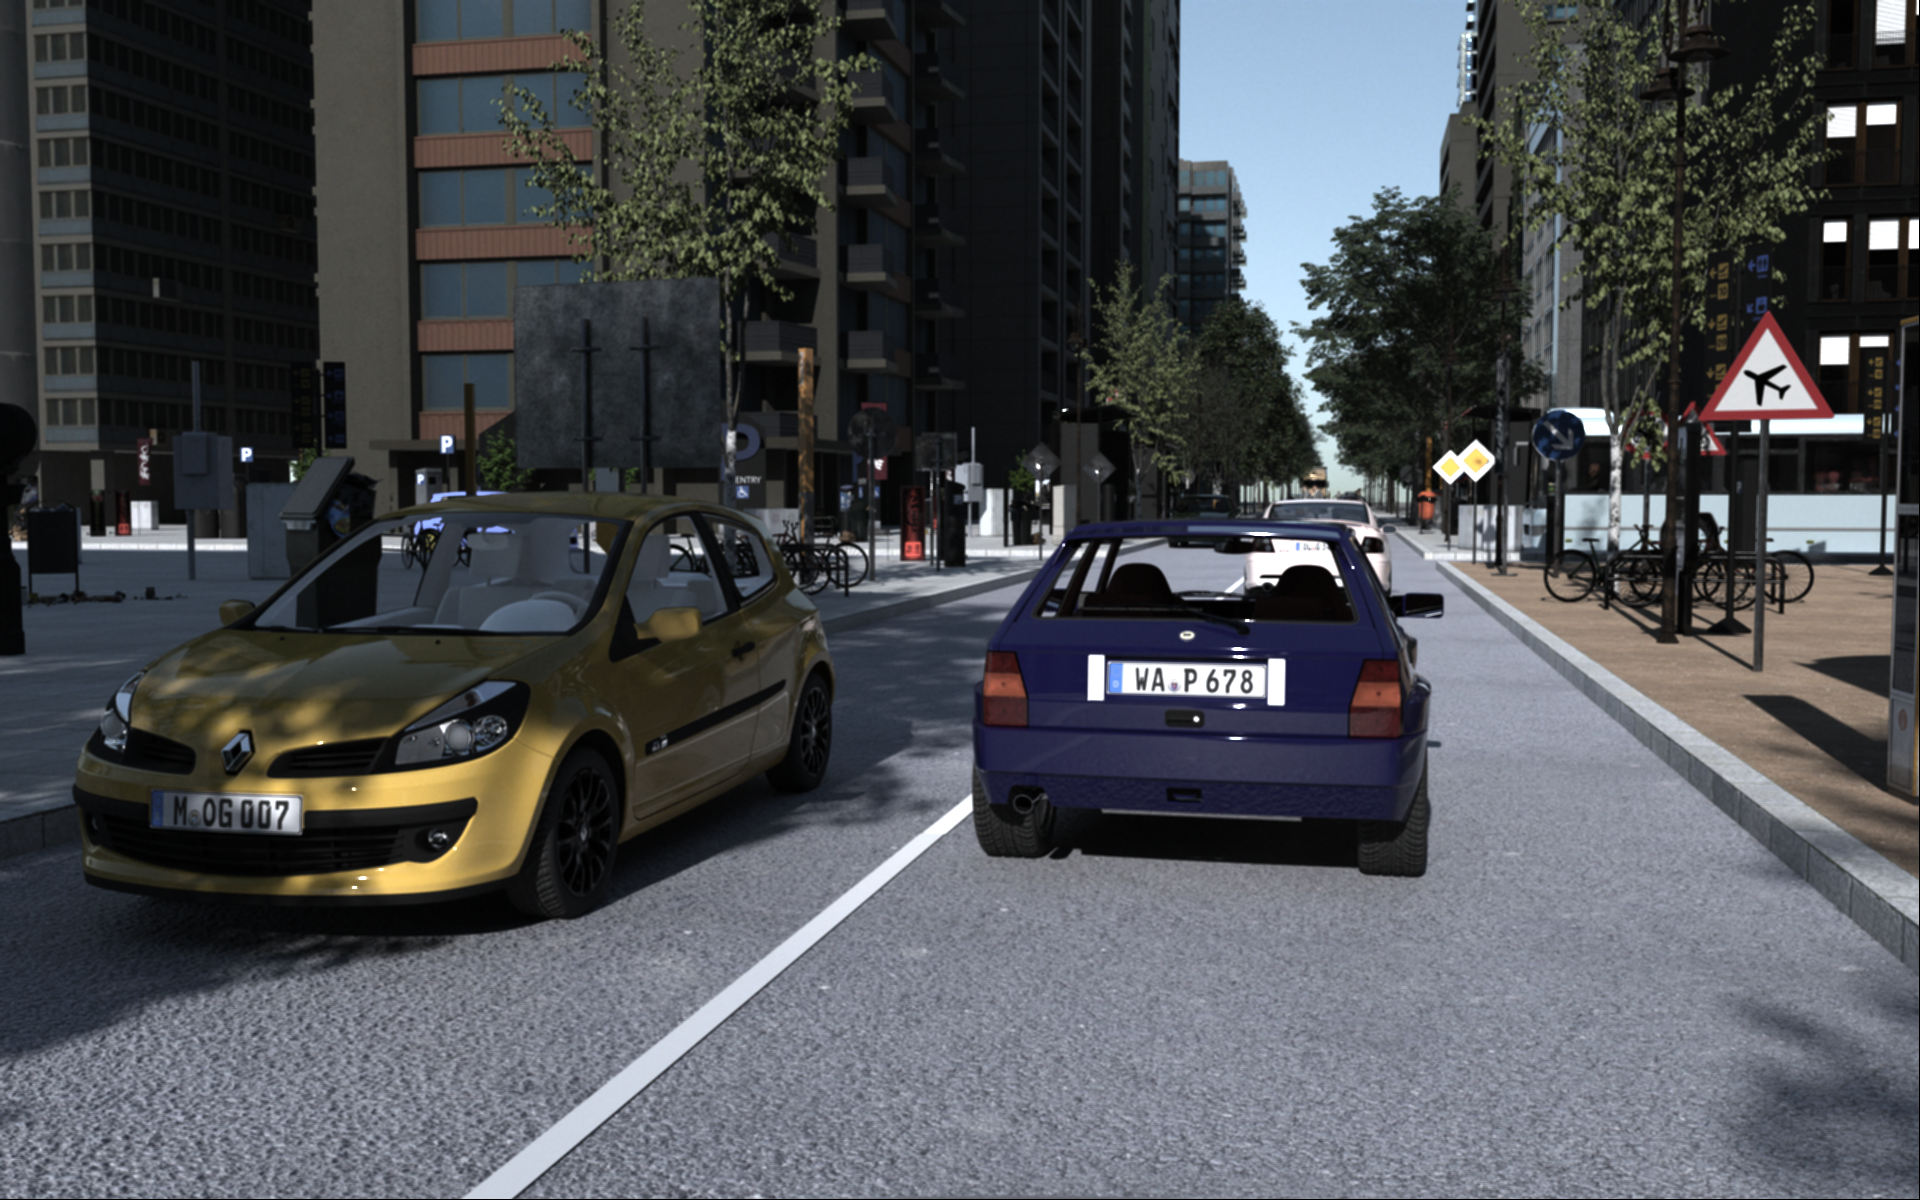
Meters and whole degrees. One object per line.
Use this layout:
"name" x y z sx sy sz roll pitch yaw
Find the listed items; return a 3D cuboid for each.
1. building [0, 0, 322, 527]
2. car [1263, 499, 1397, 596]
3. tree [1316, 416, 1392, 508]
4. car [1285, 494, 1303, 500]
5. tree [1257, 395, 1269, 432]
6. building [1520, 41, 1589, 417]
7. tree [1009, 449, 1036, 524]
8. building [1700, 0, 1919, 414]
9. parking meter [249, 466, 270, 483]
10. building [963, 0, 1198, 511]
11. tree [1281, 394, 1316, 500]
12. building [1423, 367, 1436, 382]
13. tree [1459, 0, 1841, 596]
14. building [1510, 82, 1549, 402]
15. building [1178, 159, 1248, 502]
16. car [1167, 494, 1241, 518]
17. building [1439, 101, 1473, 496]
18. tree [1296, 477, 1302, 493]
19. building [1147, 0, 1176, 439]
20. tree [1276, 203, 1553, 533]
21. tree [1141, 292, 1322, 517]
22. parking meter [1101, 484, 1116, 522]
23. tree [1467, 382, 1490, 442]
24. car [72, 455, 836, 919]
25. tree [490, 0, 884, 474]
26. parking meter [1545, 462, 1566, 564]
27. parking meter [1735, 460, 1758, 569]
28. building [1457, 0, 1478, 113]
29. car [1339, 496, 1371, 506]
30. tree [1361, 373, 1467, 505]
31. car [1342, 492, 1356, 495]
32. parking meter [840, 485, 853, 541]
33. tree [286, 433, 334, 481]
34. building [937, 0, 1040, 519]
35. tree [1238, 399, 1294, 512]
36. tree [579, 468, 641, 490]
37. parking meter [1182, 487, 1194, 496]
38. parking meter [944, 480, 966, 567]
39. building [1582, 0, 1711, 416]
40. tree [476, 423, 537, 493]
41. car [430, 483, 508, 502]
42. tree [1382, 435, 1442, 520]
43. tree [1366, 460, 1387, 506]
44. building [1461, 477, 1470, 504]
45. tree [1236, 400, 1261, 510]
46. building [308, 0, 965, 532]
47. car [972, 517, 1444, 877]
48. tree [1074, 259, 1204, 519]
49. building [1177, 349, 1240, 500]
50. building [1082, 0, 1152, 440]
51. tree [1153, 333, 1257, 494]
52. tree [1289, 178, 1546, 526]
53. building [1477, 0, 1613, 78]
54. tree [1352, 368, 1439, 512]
"building" -43.354 -23.439 75.103 23.993 40.220 32.217 1 4 13
"car" 4.868 -0.680 23.488 2.083 1.381 4.827 1 4 12
"tree" 39.857 -15.325 160.937 12.009 13.543 11.850 0 3 0
"car" 26.318 -7.521 134.973 2.014 1.417 4.499 1 4 14
"tree" 12.903 -8.264 85.478 4.360 8.622 3.978 0 3 0
"building" 39.540 -17.216 99.497 12.078 24.808 19.932 1 4 13
"tree" 2.725 -4.878 74.353 1.663 3.219 1.824 0 3 0
"building" 30.534 -13.375 48.359 15.834 23.373 12.332 1 4 13
"parking meter" -14.485 -1.845 35.876 0.399 1.863 0.255 2 4 31
"building" 12.790 -44.630 167.950 20.563 71.187 20.611 1 4 13
"tree" 38.181 -17.960 204.017 12.009 13.543 11.850 0 3 0
"building" 76.006 -29.730 257.788 14.160 30.474 14.107 1 4 13
"tree" 8.475 -4.354 21.546 4.737 8.622 4.395 0 3 0
"building" 46.476 -21.531 123.730 14.160 30.474 14.107 1 4 13
"building" 29.734 -38.595 250.630 23.786 49.044 30.456 1 4 13
"car" 6.719 -2.300 47.393 2.009 1.686 4.222 1 4 14
"building" 69.125 -35.778 208.675 21.300 48.544 21.600 1 4 13
"tree" 49.359 -18.357 250.499 4.360 8.622 3.978 0 3 0
"building" 3.623 -34.050 145.948 28.713 52.752 27.495 1 4 13
"tree" 15.606 -7.464 56.445 7.601 10.594 8.767 -1 4 -12
"tree" 15.532 -11.112 98.687 9.611 12.733 9.660 0 3 0
"parking meter" 3.794 -2.194 44.286 0.372 1.533 0.369 0 3 0
"tree" 32.502 -9.623 107.698 4.360 8.622 3.978 0 3 0
"car" -1.814 0.185 7.200 2.015 1.641 3.980 1 4 13
"tree" -2.873 -4.259 20.005 4.737 8.622 4.395 0 3 0
"parking meter" 10.917 -1.593 31.752 0.255 1.863 0.399 2 4 31
"parking meter" 13.525 -1.476 29.837 0.255 1.863 0.399 0 4 -1
"building" 75.896 -56.291 233.036 22.319 86.520 31.000 1 4 13
"car" 18.579 -4.265 82.313 1.945 1.354 3.894 1 4 11
"tree" 26.272 -9.191 100.633 4.360 8.622 3.978 0 3 0
"car" 57.235 -15.026 254.345 2.281 1.827 5.304 1 4 11
"parking meter" -3.094 -2.379 47.304 0.372 1.533 0.369 0 3 0
"tree" -19.945 -3.589 53.281 1.663 3.219 1.824 0 3 0
"building" -1.592 -40.331 97.661 20.563 71.187 20.611 1 4 13
"tree" 20.688 -10.394 120.298 4.737 8.622 4.395 0 3 0
"tree" -9.434 -3.228 47.386 1.663 3.219 1.824 0 3 0
"parking meter" 8.531 -3.434 64.557 0.372 1.533 0.369 0 3 0
"parking meter" -0.091 -1.348 30.454 0.372 1.533 0.369 0 3 0
"building" 36.818 -17.372 77.541 14.314 27.812 24.014 1 4 13
"tree" -12.322 -3.211 47.102 1.663 3.219 1.824 0 3 0
"car" -10.737 -1.876 40.271 3.694 1.707 1.945 1 4 11
"tree" 22.850 -6.291 86.572 4.285 4.588 4.351 0 3 0
"tree" 44.536 -14.149 181.703 4.737 8.622 4.395 0 3 0
"building" 64.101 -28.717 161.402 32.217 40.220 23.993 1 4 13
"tree" 24.927 -12.787 143.474 8.767 10.594 7.601 1 4 16
"building" -12.179 -25.243 67.344 22.147 44.769 28.867 1 4 13
"car" 1.234 0.282 7.973 1.945 1.354 3.894 1 4 13
"tree" 5.613 -6.339 54.000 4.737 8.622 4.395 0 3 0
"building" 21.188 -23.098 222.685 27.650 21.520 28.899 1 4 13
"building" 5.908 -26.969 124.531 14.154 41.232 14.086 1 4 13
"tree" 10.548 -7.865 78.948 4.360 8.622 3.978 0 3 0
"tree" 18.385 -9.971 69.680 9.857 13.997 8.962 0 3 0
"building" 53.434 -31.591 140.210 21.300 48.544 21.600 1 4 13
"tree" 31.664 -12.299 126.836 9.928 11.665 9.643 0 3 0
